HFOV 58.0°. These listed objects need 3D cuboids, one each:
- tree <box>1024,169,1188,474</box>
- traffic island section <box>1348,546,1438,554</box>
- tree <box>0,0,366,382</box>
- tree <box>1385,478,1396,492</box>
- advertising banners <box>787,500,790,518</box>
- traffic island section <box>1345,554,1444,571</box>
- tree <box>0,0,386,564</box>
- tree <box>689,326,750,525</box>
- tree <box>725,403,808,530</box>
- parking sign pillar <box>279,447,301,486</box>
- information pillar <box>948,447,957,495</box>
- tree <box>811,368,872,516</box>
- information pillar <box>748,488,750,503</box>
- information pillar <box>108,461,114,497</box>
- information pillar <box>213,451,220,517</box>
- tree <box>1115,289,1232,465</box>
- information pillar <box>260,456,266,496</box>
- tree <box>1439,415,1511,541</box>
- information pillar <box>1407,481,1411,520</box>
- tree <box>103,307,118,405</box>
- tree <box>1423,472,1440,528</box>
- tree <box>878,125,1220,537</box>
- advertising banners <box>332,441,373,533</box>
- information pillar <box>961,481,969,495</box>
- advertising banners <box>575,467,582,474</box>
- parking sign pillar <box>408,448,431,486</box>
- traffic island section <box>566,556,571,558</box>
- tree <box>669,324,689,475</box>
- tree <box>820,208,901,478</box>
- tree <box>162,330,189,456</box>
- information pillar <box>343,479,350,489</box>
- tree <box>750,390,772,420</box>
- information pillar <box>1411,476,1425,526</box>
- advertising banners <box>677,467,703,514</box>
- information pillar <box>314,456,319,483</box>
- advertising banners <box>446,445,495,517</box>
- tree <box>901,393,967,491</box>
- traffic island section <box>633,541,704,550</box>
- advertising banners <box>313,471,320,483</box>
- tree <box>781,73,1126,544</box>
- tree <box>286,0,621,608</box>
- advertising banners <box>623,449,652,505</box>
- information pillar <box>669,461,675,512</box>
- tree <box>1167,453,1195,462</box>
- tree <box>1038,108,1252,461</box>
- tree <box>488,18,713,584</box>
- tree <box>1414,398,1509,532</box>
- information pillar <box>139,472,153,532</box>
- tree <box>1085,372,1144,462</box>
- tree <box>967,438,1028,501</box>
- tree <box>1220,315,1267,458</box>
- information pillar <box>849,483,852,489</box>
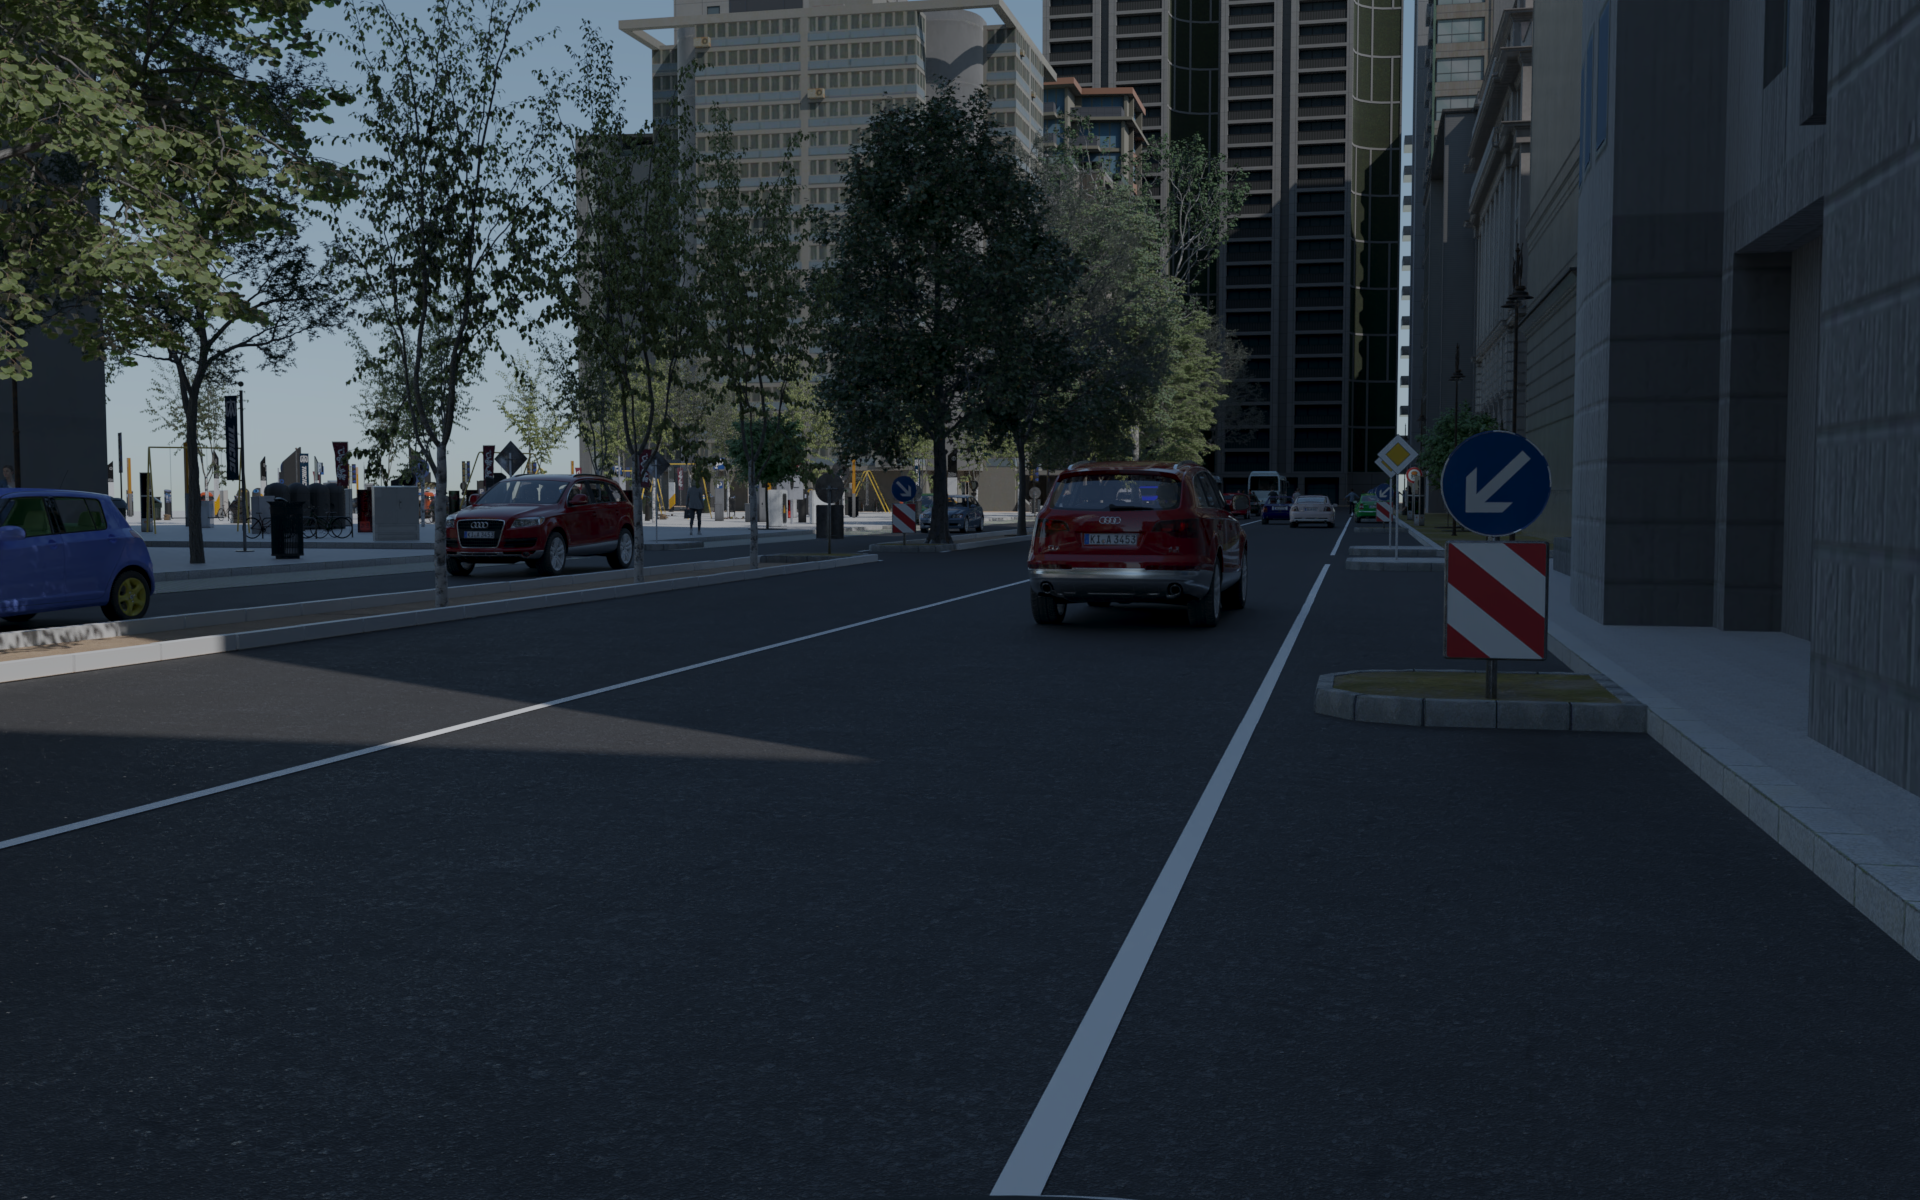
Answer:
[{"bbox_3d":[4.664,-9.784,69.082,9.857,13.997,8.962,0,3,0],"label":"tree"},{"bbox_3d":[10.326,-1.171,41.422,2.009,0.180,2.903,1,4,13],"label":"traffic island section"},{"bbox_3d":[-8.250,-5.693,13.667,7.486,12.596,7.792,0,3,0],"label":"tree"},{"bbox_3d":[46.872,-11.927,189.610,1.663,3.219,1.824,0,3,0],"label":"tree"},{"bbox_3d":[-9.018,-5.834,91.570,0.090,3.025,2.074,3,4,37],"label":"advertising banners"},{"bbox_3d":[8.519,-0.695,33.643,2.009,0.180,2.903,1,4,13],"label":"traffic island section"},{"bbox_3d":[-14.271,-5.933,31.417,8.767,10.594,7.601,2,4,24],"label":"tree"},{"bbox_3d":[-11.080,-7.389,71.165,4.360,8.622,3.978,0,3,0],"label":"tree"},{"bbox_3d":[-6.959,-4.830,62.692,4.285,4.588,4.351,0,3,0],"label":"tree"},{"bbox_3d":[-38.034,-6.723,98.392,1.447,3.967,1.447,2,4,25],"label":"parking sign pillar"},{"bbox_3d":[-0.370,-5.852,87.027,0.504,3.616,0.183,1,4,16],"label":"information pillar"},{"bbox_3d":[-6.747,-9.192,100.656,4.360,8.622,3.978,0,3,0],"label":"tree"},{"bbox_3d":[-14.588,-7.087,120.356,0.304,2.012,0.304,-1,4,-9],"label":"information pillar"},{"bbox_3d":[-59.326,-7.926,120.940,0.504,3.616,0.183,-1,4,-18],"label":"information pillar"},{"bbox_3d":[-39.831,-6.204,92.789,0.183,3.616,0.504,0,4,2],"label":"information pillar"},{"bbox_3d":[10.997,-10.678,95.170,7.486,12.596,7.792,0,3,0],"label":"tree"},{"bbox_3d":[-43.003,-7.069,106.930,0.183,3.616,0.504,1,4,12],"label":"information pillar"},{"bbox_3d":[12.916,-2.900,42.019,1.663,3.219,1.824,0,3,0],"label":"tree"},{"bbox_3d":[22.219,-4.938,85.233,0.304,2.012,0.304,3,5,42],"label":"information pillar"},{"bbox_3d":[-31.130,-6.723,60.287,4.360,8.622,3.978,0,3,0],"label":"tree"},{"bbox_3d":[18.216,-4.308,65.031,1.663,3.219,1.824,0,3,0],"label":"tree"},{"bbox_3d":[2.080,-8.862,57.725,12.009,13.543,11.850,0,3,0],"label":"tree"},{"bbox_3d":[-19.786,-3.757,57.616,2.074,3.025,0.090,-1,4,-8],"label":"advertising banners"},{"bbox_3d":[0.296,-5.864,100.363,0.304,2.012,0.304,3,4,39],"label":"information pillar"},{"bbox_3d":[-24.560,-7.235,114.473,0.090,3.025,2.074,3,5,44],"label":"advertising banners"},{"bbox_3d":[-30.685,-6.726,98.442,1.447,3.967,1.447,2,4,27],"label":"parking sign pillar"},{"bbox_3d":[-9.834,-0.955,37.895,2.009,0.180,2.903,1,4,13],"label":"traffic island section"},{"bbox_3d":[-11.690,-6.395,54.922,4.360,8.622,3.978,0,3,0],"label":"tree"},{"bbox_3d":[-3.876,-4.842,31.986,4.737,8.622,4.395,0,3,0],"label":"tree"},{"bbox_3d":[-31.495,-7.434,71.916,4.360,8.622,3.978,0,3,0],"label":"tree"},{"bbox_3d":[-29.270,-4.778,82.606,0.304,2.012,0.304,-1,4,-9],"label":"information pillar"},{"bbox_3d":[-12.724,-8.943,96.574,4.360,8.622,3.978,0,3,0],"label":"tree"},{"bbox_3d":[18.471,-3.983,69.618,0.304,2.012,0.304,-2,4,-32],"label":"information pillar"},{"bbox_3d":[-17.695,-7.167,113.375,2.074,3.025,0.090,2,4,30],"label":"advertising banners"},{"bbox_3d":[-39.430,-7.022,106.164,0.183,3.616,0.504,-3,5,-41],"label":"information pillar"},{"bbox_3d":[-17.496,-4.025,61.992,2.074,3.025,0.090,1,4,19],"label":"advertising banners"},{"bbox_3d":[-2.546,-9.811,110.778,4.737,8.622,4.395,0,3,0],"label":"tree"},{"bbox_3d":[-8.028,-1.431,45.674,2.009,0.180,2.903,1,4,13],"label":"traffic island section"},{"bbox_3d":[-48.359,-8.324,132.280,2.074,3.025,0.090,0,4,-4],"label":"advertising banners"},{"bbox_3d":[-0.531,-7.811,47.175,9.611,12.733,9.660,0,3,0],"label":"tree"},{"bbox_3d":[-6.385,-4.197,21.443,4.360,8.622,3.978,0,3,0],"label":"tree"},{"bbox_3d":[-12.885,-4.313,66.706,2.074,3.025,0.090,-1,4,-17],"label":"advertising banners"},{"bbox_3d":[-20.472,-8.052,122.997,0.504,3.616,0.183,2,4,27],"label":"information pillar"},{"bbox_3d":[24.656,-14.954,194.866,4.360,8.622,3.978,0,3,0],"label":"tree"},{"bbox_3d":[7.570,-13.883,85.333,12.611,20.169,13.585,0,3,0],"label":"tree"},{"bbox_3d":[-5.043,-4.515,26.646,4.737,8.622,4.395,0,3,0],"label":"tree"},{"bbox_3d":[17.294,-4.621,59.274,4.285,4.588,4.351,0,3,0],"label":"tree"},{"bbox_3d":[-27.525,-3.309,58.590,0.304,2.012,0.304,0,4,-6],"label":"information pillar"},{"bbox_3d":[6.266,-7.562,76.453,4.737,8.622,4.395,0,3,0],"label":"tree"},{"bbox_3d":[3.434,-9.580,107.002,4.737,8.622,4.395,0,3,0],"label":"tree"},{"bbox_3d":[13.436,-11.733,104.666,12.009,13.543,11.850,0,3,0],"label":"tree"},{"bbox_3d":[-7.102,-6.710,114.197,0.304,2.012,0.304,-2,4,-24],"label":"information pillar"}]
